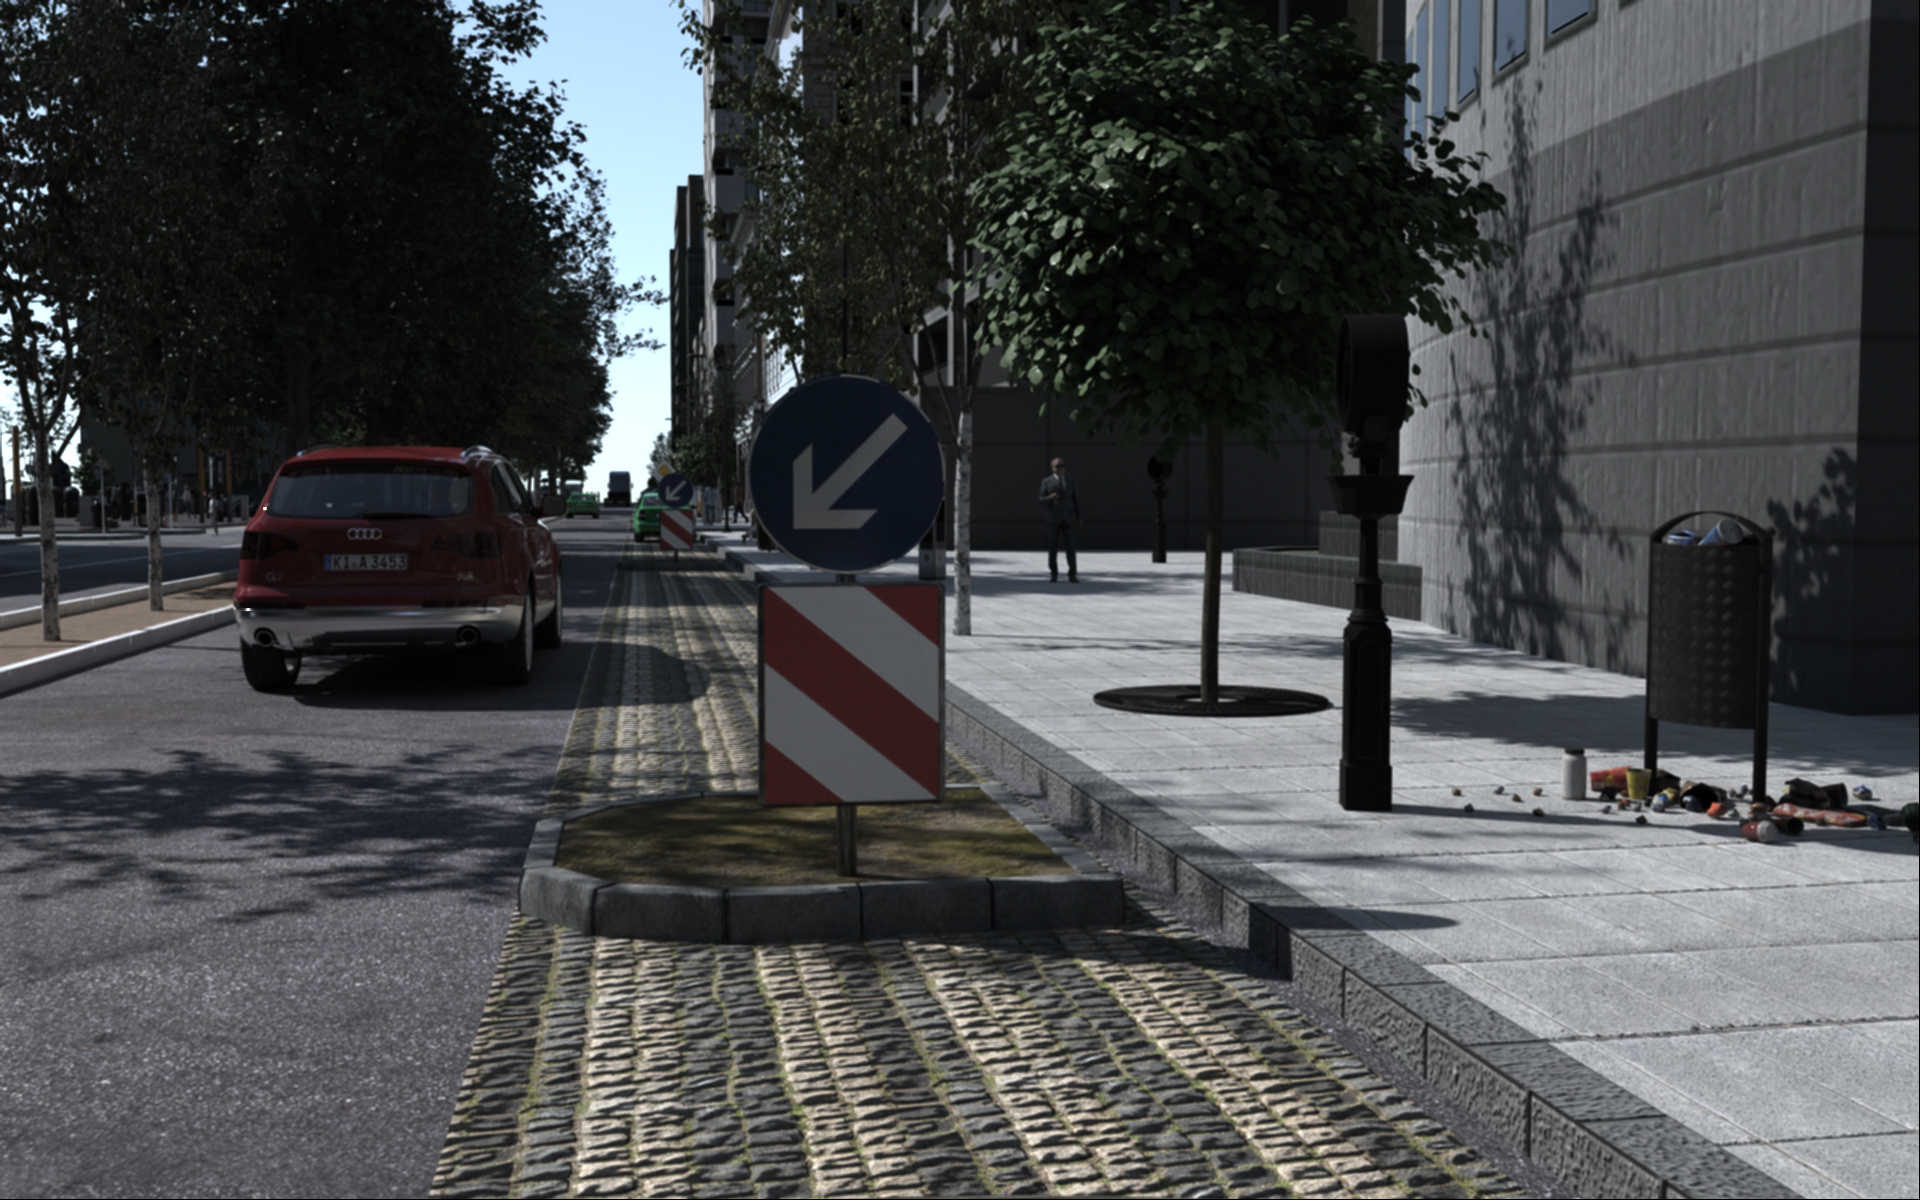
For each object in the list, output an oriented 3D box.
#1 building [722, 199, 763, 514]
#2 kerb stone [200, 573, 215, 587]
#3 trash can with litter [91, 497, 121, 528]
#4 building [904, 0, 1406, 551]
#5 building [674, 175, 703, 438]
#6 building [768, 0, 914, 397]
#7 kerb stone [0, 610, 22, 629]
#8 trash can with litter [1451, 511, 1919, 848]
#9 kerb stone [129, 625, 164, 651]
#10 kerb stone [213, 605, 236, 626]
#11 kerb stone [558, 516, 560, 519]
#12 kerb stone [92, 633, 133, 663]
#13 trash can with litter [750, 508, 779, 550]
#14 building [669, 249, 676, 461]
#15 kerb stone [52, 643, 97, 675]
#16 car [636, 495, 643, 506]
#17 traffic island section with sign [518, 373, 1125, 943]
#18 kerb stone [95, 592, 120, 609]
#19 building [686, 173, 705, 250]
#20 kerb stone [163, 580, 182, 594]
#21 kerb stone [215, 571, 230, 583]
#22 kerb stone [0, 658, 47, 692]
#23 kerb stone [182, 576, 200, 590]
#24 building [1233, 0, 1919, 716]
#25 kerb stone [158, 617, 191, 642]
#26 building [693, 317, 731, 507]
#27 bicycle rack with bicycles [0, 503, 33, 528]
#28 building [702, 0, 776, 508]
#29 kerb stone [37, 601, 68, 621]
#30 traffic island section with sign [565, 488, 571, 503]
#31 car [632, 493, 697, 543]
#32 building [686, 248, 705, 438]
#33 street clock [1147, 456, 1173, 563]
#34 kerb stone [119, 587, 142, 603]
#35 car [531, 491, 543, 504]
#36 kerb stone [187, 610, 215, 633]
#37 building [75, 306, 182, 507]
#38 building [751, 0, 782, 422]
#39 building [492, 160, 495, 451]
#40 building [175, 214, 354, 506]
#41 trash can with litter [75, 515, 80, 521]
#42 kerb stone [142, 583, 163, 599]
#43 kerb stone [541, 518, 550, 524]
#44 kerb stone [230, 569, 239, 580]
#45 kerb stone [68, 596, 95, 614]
[{"bbox_3d":[-11.210,-16.535,121.261,10.553,20.767,40.483,-1,4,-10],"label":"building"},{"bbox_3d":[-11.793,-0.284,26.903,0.120,0.150,1.000,-1,4,-10],"label":"kerb stone"},{"bbox_3d":[-32.221,-3.303,65.385,1.055,1.170,0.624,1,4,11],"label":"trash can with litter"},{"bbox_3d":[8.296,-37.009,43.353,20.563,71.187,20.611,-1,4,-10],"label":"building"},{"bbox_3d":[-31.636,-38.890,259.552,21.300,48.544,21.600,-1,4,-10],"label":"building"},{"bbox_3d":[4.629,-17.068,76.328,25.104,27.353,12.463,-1,4,-10],"label":"building"},{"bbox_3d":[-10.294,0.208,18.843,0.120,0.150,1.000,-1,4,-10],"label":"kerb stone"},{"bbox_3d":[3.181,0.265,6.719,1.678,1.210,2.233,-2,4,-32],"label":"trash can with litter"},{"bbox_3d":[-7.662,0.368,16.183,0.120,0.150,1.000,-1,4,-10],"label":"kerb stone"},{"bbox_3d":[-8.229,0.189,19.213,0.120,0.150,1.000,-1,4,-10],"label":"kerb stone"},{"bbox_3d":[-22.730,-4.595,97.326,0.120,0.150,1.000,-1,4,-10],"label":"kerb stone"},{"bbox_3d":[-7.479,0.430,15.167,0.120,0.150,1.000,-1,4,-10],"label":"kerb stone"},{"bbox_3d":[-4.438,-1.742,39.866,0.624,1.170,1.055,0,4,4],"label":"trash can with litter"},{"bbox_3d":[-41.485,-37.128,290.632,14.154,41.232,14.086,-1,4,-10],"label":"building"},{"bbox_3d":[-7.295,0.494,14.162,0.120,0.150,1.000,-1,4,-10],"label":"kerb stone"},{"bbox_3d":[-31.172,-9.764,172.216,1.945,1.354,3.894,-1,4,-12],"label":"car"},{"bbox_3d":[-0.612,0.132,6.471,1.989,1.847,2.006,-1,4,-10],"label":"traffic island section with sign"},{"bbox_3d":[-10.853,0.025,21.875,0.120,0.150,1.000,-1,4,-10],"label":"kerb stone"},{"bbox_3d":[-30.632,-36.112,240.535,14.600,45.320,14.200,-1,4,-10],"label":"building"},{"bbox_3d":[-11.421,-0.165,24.892,0.120,0.150,1.000,-1,4,-10],"label":"kerb stone"},{"bbox_3d":[-11.986,-0.346,27.907,0.120,0.150,1.000,-1,4,-10],"label":"kerb stone"},{"bbox_3d":[-7.101,0.553,13.158,0.120,0.150,1.000,-1,4,-10],"label":"kerb stone"},{"bbox_3d":[-11.599,-0.227,25.899,0.120,0.150,1.000,-1,4,-10],"label":"kerb stone"},{"bbox_3d":[15.084,-28.752,12.093,21.231,58.520,28.212,-1,4,-10],"label":"building"},{"bbox_3d":[-7.854,0.306,17.190,0.120,0.150,1.000,-1,4,-10],"label":"kerb stone"},{"bbox_3d":[-14.106,-20.829,185.600,27.650,21.520,28.899,-1,4,-10],"label":"building"},{"bbox_3d":[-37.341,-3.226,66.134,2.925,0.926,2.852,-1,4,-13],"label":"bicycle rack with bicycles"},{"bbox_3d":[-9.138,-34.722,156.942,28.713,52.752,27.495,-1,4,-10],"label":"building"},{"bbox_3d":[-10.486,0.144,19.847,0.120,0.150,1.000,-1,4,-10],"label":"kerb stone"},{"bbox_3d":[-31.332,-7.926,137.729,2.006,1.907,1.989,-1,4,-10],"label":"traffic island section with sign"},{"bbox_3d":[-8.879,-2.646,52.052,1.959,1.807,4.718,-1,4,-10],"label":"car"},{"bbox_3d":[-25.256,-26.507,205.092,14.160,30.474,14.107,-1,4,-10],"label":"building"},{"bbox_3d":[3.716,-1.692,32.234,0.358,2.002,0.471,-2,4,-34],"label":"street clock"},{"bbox_3d":[-11.045,-0.038,22.878,0.120,0.150,1.000,-1,4,-10],"label":"kerb stone"},{"bbox_3d":[-51.502,-12.270,209.288,2.281,1.827,5.304,-1,4,-10],"label":"car"},{"bbox_3d":[-8.041,0.245,18.195,0.120,0.150,1.000,-1,4,-10],"label":"kerb stone"},{"bbox_3d":[-69.687,-20.159,174.639,27.650,21.520,28.899,-1,4,-10],"label":"building"},{"bbox_3d":[-3.674,-18.700,91.655,13.634,28.700,20.117,-1,4,-10],"label":"building"},{"bbox_3d":[-81.320,-43.868,259.234,21.231,58.520,28.212,-1,4,-10],"label":"building"},{"bbox_3d":[-54.823,-22.579,140.870,14.160,30.474,14.107,-1,4,-10],"label":"building"},{"bbox_3d":[-41.141,-4.285,81.452,0.624,1.170,1.055,0,4,2],"label":"trash can with litter"},{"bbox_3d":[-11.226,-0.104,23.889,0.120,0.150,1.000,-1,4,-10],"label":"kerb stone"},{"bbox_3d":[-20.871,-3.971,87.247,0.120,0.150,1.000,-1,4,-10],"label":"kerb stone"},{"bbox_3d":[-12.172,-0.407,28.912,0.120,0.150,1.000,-1,4,-10],"label":"kerb stone"},{"bbox_3d":[-10.667,0.082,20.853,0.120,0.150,1.000,-1,4,-10],"label":"kerb stone"}]
